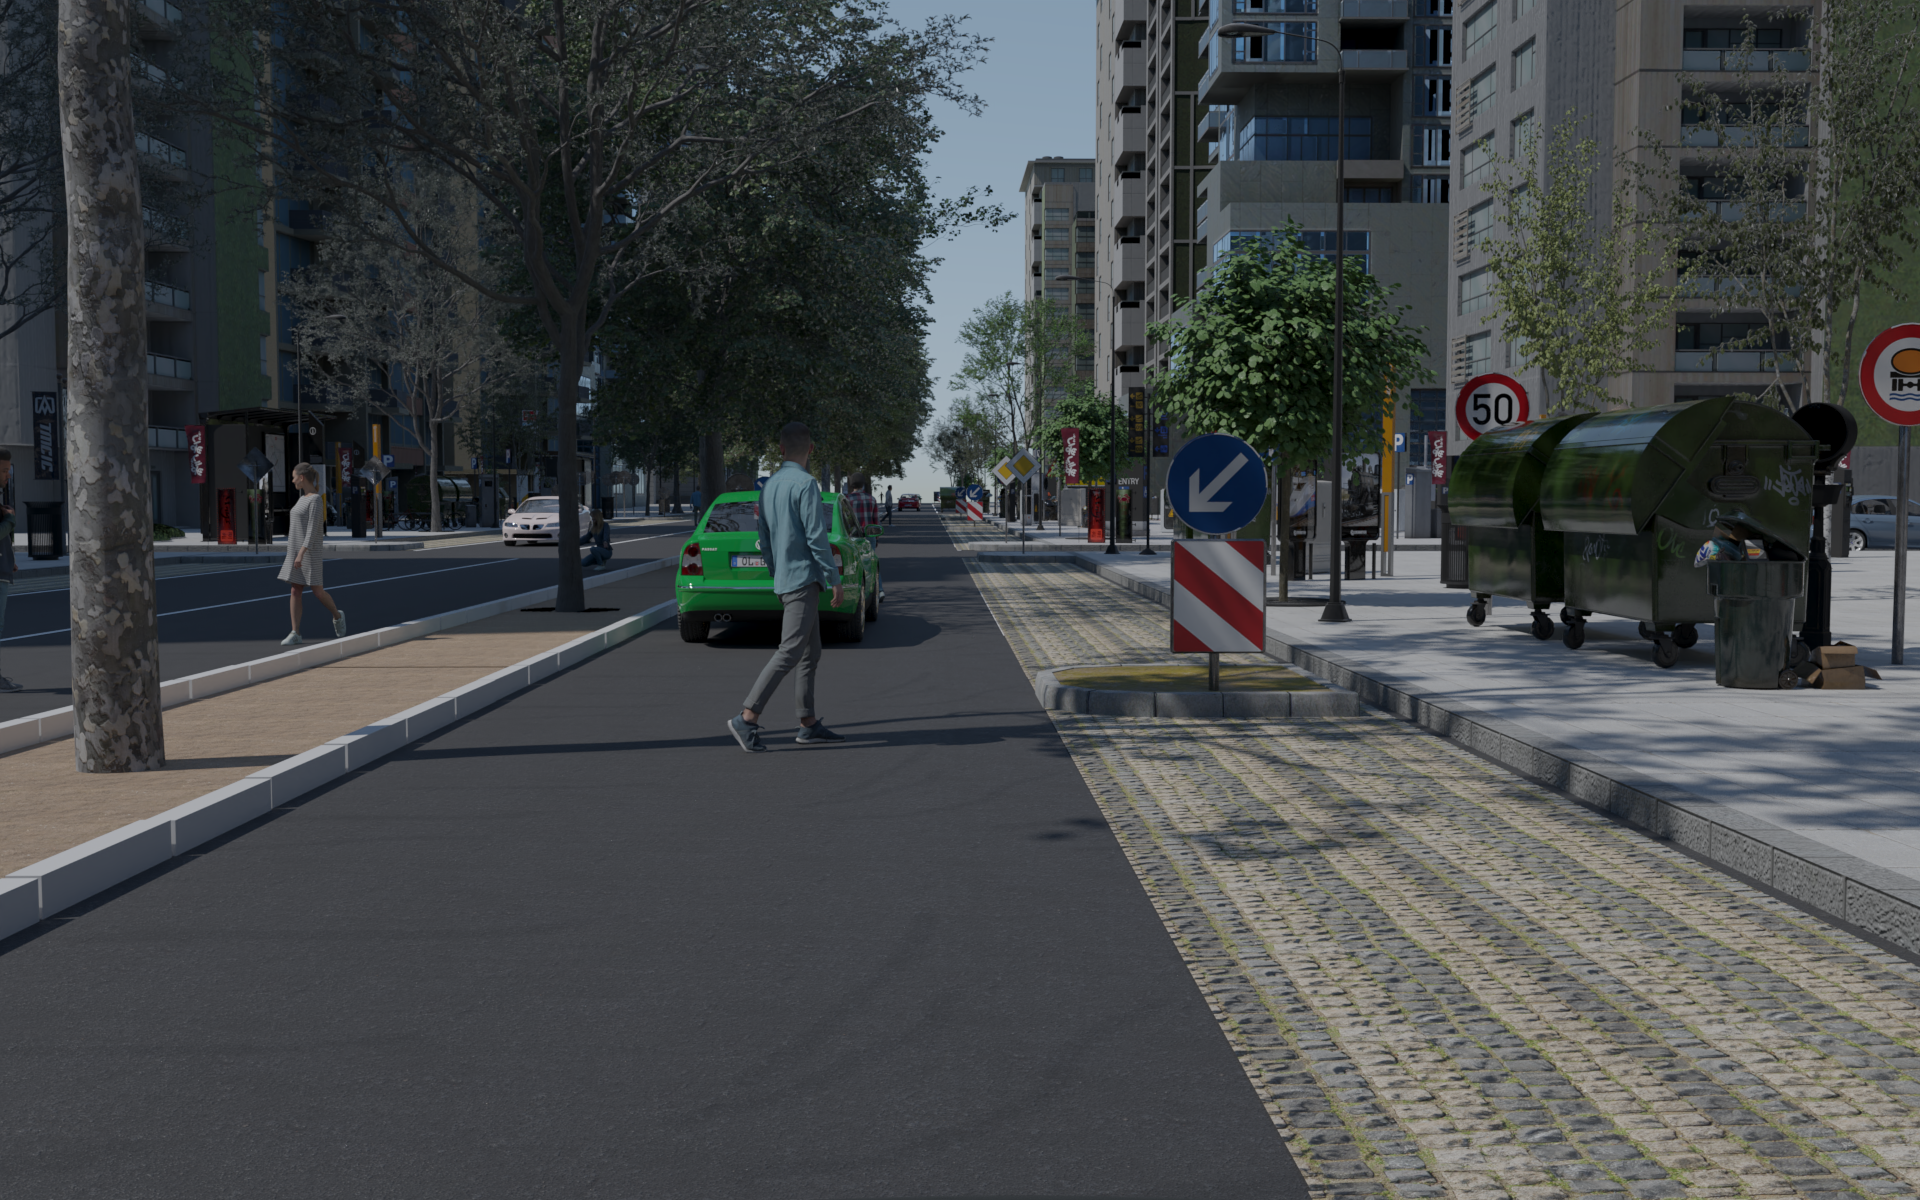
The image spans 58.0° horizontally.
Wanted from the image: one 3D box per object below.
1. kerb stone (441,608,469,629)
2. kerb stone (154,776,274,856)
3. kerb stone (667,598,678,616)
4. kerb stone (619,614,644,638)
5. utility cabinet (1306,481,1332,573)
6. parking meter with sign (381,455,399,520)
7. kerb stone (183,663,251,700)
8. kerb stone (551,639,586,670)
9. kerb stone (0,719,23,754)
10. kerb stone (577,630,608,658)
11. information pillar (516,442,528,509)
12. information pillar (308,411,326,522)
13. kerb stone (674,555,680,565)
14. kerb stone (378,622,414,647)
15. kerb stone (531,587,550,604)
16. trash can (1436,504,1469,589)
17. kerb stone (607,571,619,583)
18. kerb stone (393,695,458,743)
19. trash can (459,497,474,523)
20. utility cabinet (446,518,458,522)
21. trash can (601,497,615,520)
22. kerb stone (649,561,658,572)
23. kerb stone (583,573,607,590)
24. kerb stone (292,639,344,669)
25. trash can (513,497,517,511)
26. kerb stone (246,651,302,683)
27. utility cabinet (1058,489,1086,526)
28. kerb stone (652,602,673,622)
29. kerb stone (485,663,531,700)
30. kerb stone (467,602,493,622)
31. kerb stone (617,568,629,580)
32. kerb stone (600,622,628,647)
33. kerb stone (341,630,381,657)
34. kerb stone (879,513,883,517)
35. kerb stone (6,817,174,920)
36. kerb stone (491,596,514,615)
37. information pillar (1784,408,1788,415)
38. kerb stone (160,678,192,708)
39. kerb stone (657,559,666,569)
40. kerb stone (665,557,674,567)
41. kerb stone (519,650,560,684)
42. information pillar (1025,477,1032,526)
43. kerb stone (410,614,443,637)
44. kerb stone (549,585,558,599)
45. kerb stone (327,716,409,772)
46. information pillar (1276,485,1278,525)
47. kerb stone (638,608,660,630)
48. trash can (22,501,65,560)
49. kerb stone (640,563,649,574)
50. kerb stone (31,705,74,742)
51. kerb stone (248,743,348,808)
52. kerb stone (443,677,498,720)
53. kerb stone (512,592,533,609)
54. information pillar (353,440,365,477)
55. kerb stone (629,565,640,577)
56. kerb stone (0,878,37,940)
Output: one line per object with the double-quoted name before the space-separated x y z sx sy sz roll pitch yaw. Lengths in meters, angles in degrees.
"kerb stone" -5.500 0.218 18.624 0.120 0.150 1.000 0 4 -1
"kerb stone" -3.172 0.915 7.347 0.120 0.150 1.000 0 4 -1
"kerb stone" -3.438 0.093 20.680 0.120 0.150 1.000 0 4 -1
"kerb stone" -3.377 0.281 17.602 0.120 0.150 1.000 0 4 -1
"utility cabinet" 5.698 -1.179 27.952 0.318 1.500 1.173 3 5 40
"parking meter with sign" -24.970 -4.880 76.044 0.543 3.016 1.738 -2 4 -27
"kerb stone" -5.381 0.594 12.479 0.120 0.150 1.000 0 4 -1
"kerb stone" -3.315 0.469 14.530 0.120 0.150 1.000 0 4 -1
"kerb stone" -5.316 0.784 9.403 0.120 0.150 1.000 0 4 -1
"kerb stone" -3.341 0.406 15.552 0.120 0.150 1.000 0 4 -1
"information pillar" -19.625 -5.274 77.586 0.504 3.616 0.183 -2 4 -26
"information pillar" -18.138 -3.518 48.870 0.504 3.616 0.183 1 4 20
"kerb stone" -5.814 -0.785 35.023 0.120 0.150 1.000 0 4 -1
"kerb stone" -5.457 0.344 16.577 0.120 0.150 1.000 0 4 -1
"kerb stone" -5.580 -0.032 22.724 0.120 0.150 1.000 0 4 -1
"trash can" 6.866 -0.731 23.603 0.748 1.137 0.748 0 3 0
"kerb stone" -5.678 -0.344 27.851 0.120 0.150 1.000 0 4 -1
"kerb stone" -3.238 0.722 10.430 0.120 0.150 1.000 0 4 -1
"trash can" -20.771 -3.745 72.876 0.748 1.137 0.748 0 3 0
"utility cabinet" -23.781 -4.259 80.797 0.306 1.237 1.020 -3 5 -44
"trash can" -17.754 -4.626 87.288 0.748 1.137 0.748 0 3 0
"kerb stone" -5.759 -0.597 31.950 0.120 0.150 1.000 0 4 -1
"kerb stone" -5.661 -0.283 26.828 0.120 0.150 1.000 0 4 -1
"kerb stone" -5.421 0.469 14.525 0.120 0.150 1.000 0 4 -1
"trash can" -21.376 -4.437 84.198 0.748 1.137 0.748 0 3 0
"kerb stone" -5.396 0.535 13.503 0.120 0.150 1.000 0 4 -1
"utility cabinet" 4.457 -3.706 69.264 1.173 1.500 0.318 3 5 41
"kerb stone" -3.424 0.156 19.649 0.120 0.150 1.000 0 4 -1
"kerb stone" -3.284 0.595 12.476 0.120 0.150 1.000 0 4 -1
"kerb stone" -5.515 0.155 19.654 0.120 0.150 1.000 0 4 -1
"kerb stone" -5.702 -0.407 28.874 0.120 0.150 1.000 0 4 -1
"kerb stone" -3.351 0.344 16.574 0.120 0.150 1.000 0 4 -1
"kerb stone" -5.443 0.407 15.549 0.120 0.150 1.000 0 4 -1
"kerb stone" -5.347 -5.897 118.615 0.120 0.150 1.000 0 4 -1
"kerb stone" -3.158 0.971 6.325 0.120 0.150 1.000 0 4 -1
"kerb stone" -5.538 0.093 20.677 0.120 0.150 1.000 0 4 -1
"information pillar" 22.413 -3.422 47.310 0.504 3.616 0.183 -3 4 -37
"kerb stone" -5.368 0.657 11.450 0.120 0.150 1.000 0 4 -1
"kerb stone" -5.775 -0.655 32.972 0.120 0.150 1.000 0 4 -1
"kerb stone" -5.807 -0.722 34.000 0.120 0.150 1.000 0 4 -1
"kerb stone" -3.303 0.532 13.508 0.120 0.150 1.000 0 4 -1
"information pillar" 2.699 -4.006 69.982 0.304 2.012 0.304 -3 4 -36
"kerb stone" -5.484 0.282 17.599 0.120 0.150 1.000 0 4 -1
"kerb stone" -5.597 -0.095 23.746 0.120 0.150 1.000 0 4 -1
"kerb stone" -3.218 0.782 9.406 0.120 0.150 1.000 0 4 -1
"information pillar" 13.524 -4.980 72.771 0.504 3.616 0.183 1 4 15
"kerb stone" -3.395 0.219 18.627 0.120 0.150 1.000 0 4 -1
"trash can" -17.775 -1.345 33.636 0.748 1.137 0.748 0 3 0
"kerb stone" -5.740 -0.534 30.923 0.120 0.150 1.000 0 4 -1
"kerb stone" -5.337 0.722 10.425 0.120 0.150 1.000 0 4 -1
"kerb stone" -3.201 0.849 8.379 0.120 0.150 1.000 0 4 -1
"kerb stone" -3.255 0.657 11.454 0.120 0.150 1.000 0 4 -1
"kerb stone" -5.558 0.030 21.699 0.120 0.150 1.000 0 4 -1
"information pillar" -25.717 -5.062 74.120 0.504 3.616 0.183 -2 4 -26
"kerb stone" -5.713 -0.470 29.901 0.120 0.150 1.000 0 4 -1
"kerb stone" -3.136 1.037 5.302 0.120 0.150 1.000 0 4 -1
